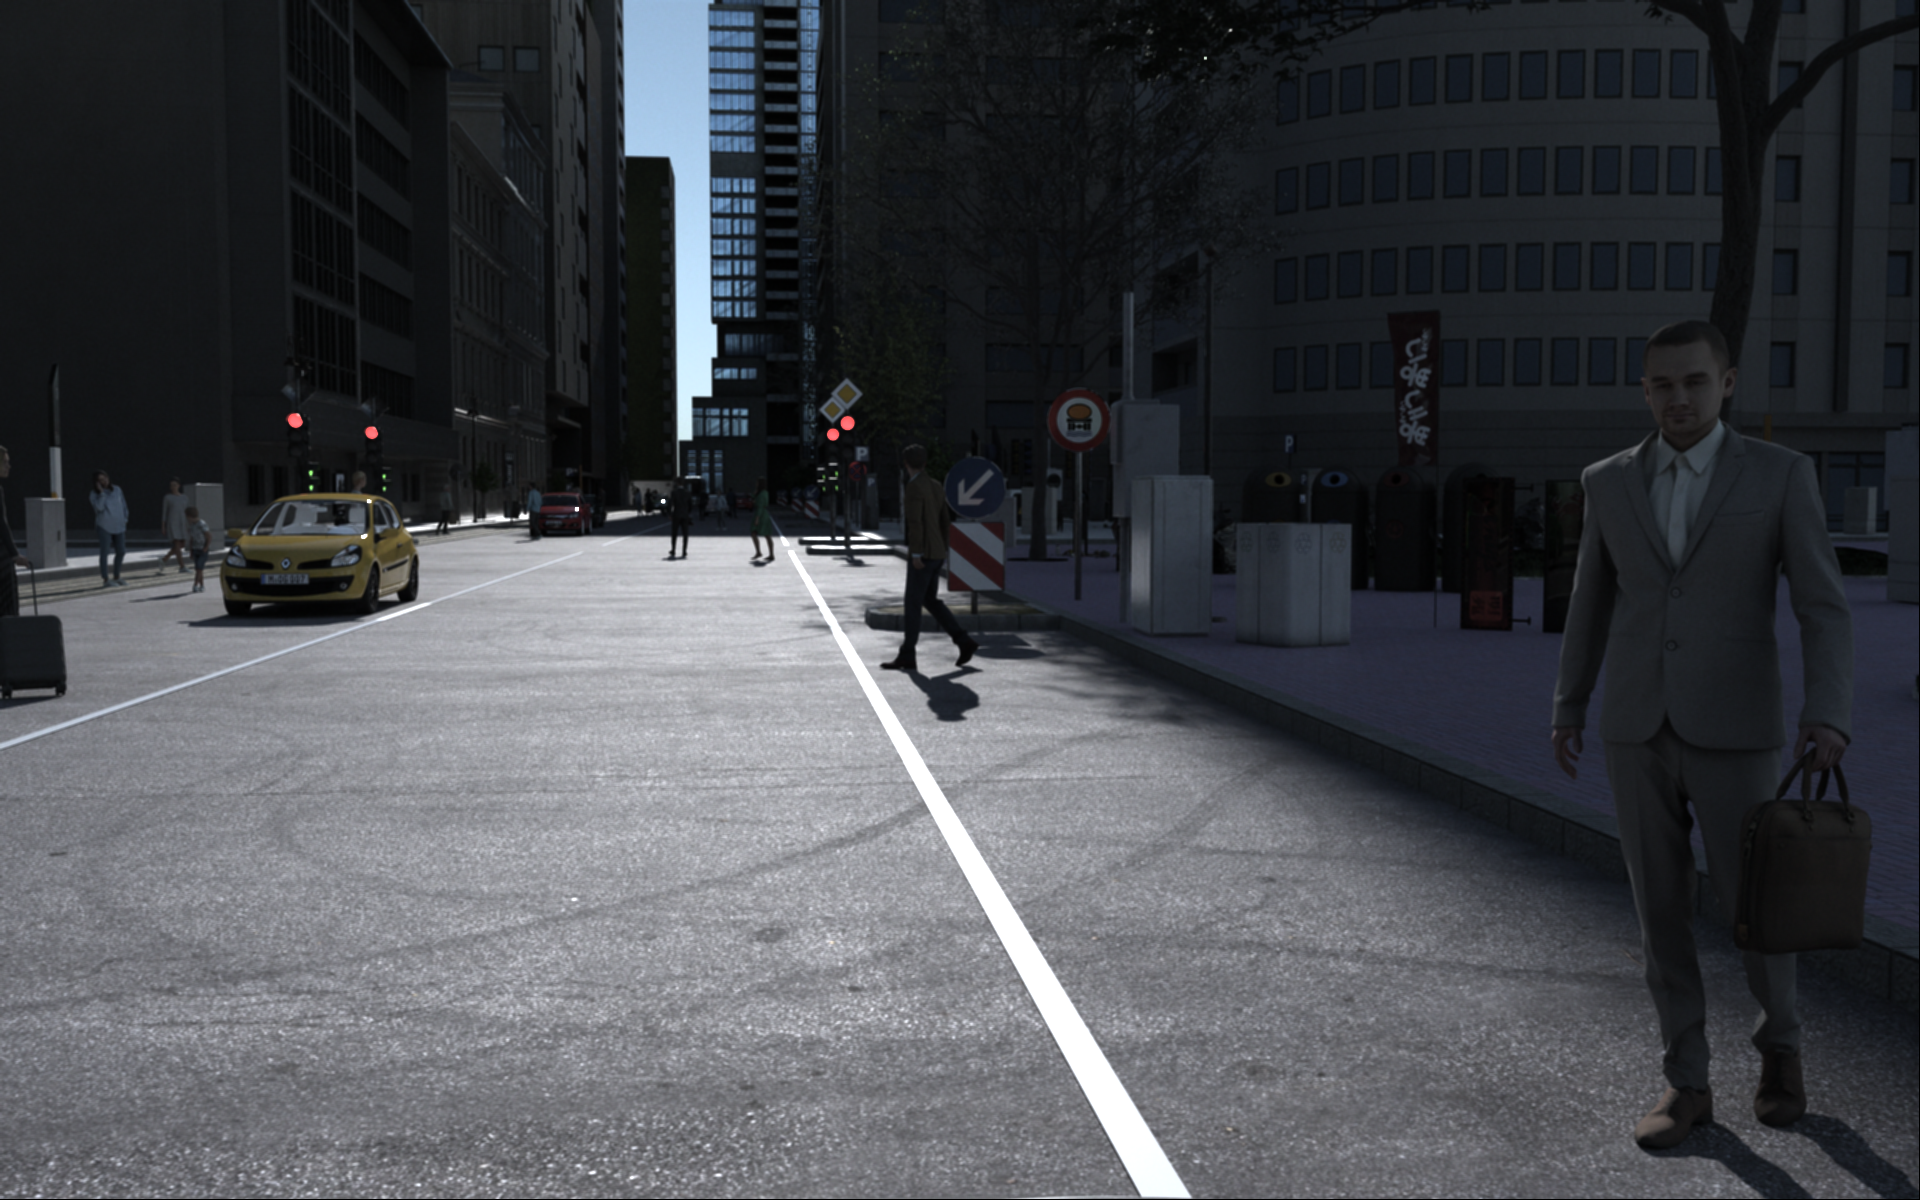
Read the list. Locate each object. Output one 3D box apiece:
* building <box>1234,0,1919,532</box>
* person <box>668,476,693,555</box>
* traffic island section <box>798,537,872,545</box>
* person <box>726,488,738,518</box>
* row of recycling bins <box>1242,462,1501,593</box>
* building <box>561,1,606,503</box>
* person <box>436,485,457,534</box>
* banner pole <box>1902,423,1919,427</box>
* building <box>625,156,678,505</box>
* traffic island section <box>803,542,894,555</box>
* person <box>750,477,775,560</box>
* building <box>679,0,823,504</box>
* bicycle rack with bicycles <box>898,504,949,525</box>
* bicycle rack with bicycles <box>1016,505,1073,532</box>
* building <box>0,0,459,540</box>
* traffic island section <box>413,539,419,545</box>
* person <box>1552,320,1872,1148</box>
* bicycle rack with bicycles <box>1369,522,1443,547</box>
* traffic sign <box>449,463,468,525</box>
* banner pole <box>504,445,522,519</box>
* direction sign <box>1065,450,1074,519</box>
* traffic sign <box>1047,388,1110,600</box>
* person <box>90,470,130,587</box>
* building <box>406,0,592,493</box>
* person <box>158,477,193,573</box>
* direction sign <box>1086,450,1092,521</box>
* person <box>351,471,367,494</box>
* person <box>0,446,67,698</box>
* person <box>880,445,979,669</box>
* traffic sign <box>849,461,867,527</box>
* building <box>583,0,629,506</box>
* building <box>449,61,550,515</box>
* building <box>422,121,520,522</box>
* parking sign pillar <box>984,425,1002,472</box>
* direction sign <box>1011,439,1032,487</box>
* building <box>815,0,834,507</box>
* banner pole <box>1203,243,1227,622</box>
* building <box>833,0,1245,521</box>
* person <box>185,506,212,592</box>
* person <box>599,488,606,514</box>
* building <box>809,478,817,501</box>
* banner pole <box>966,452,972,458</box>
[{"bbox_3d":[21.779,-31.929,64.036,28.212,58.520,21.231,0,4,-7],"label":"building"},{"bbox_3d":[-6.582,-1.973,40.536,0.659,1.850,0.755,-2,4,-25],"label":"person"},{"bbox_3d":[-3.633,-1.689,49.888,2.009,0.180,2.903,0,4,-7],"label":"traffic island section"},{"bbox_3d":[-13.620,-5.797,103.459,0.721,1.800,0.419,0,4,-3],"label":"person"},{"bbox_3d":[5.499,-0.988,23.262,3.534,1.692,1.069,2,4,25],"label":"row of recycling bins"},{"bbox_3d":[-39.647,-30.907,155.439,14.600,45.320,14.200,0,4,-7],"label":"building"},{"bbox_3d":[-18.241,-3.213,61.514,0.782,1.767,0.515,3,4,38],"label":"person"},{"bbox_3d":[29.406,-3.874,53.359,0.863,3.779,0.401,3,5,41],"label":"banner pole"},{"bbox_3d":[-41.975,-32.325,212.106,14.086,41.232,14.154,0,4,-7],"label":"building"},{"bbox_3d":[-2.704,-1.203,41.957,2.009,0.180,2.903,0,4,-7],"label":"traffic island section"},{"bbox_3d":[-4.278,-1.758,37.483,0.529,1.795,0.600,0,4,-4],"label":"person"},{"bbox_3d":[-19.575,-55.375,218.053,31.000,86.520,22.319,0,4,-7],"label":"building"},{"bbox_3d":[-1.446,-3.682,73.582,2.852,0.926,2.925,1,4,9],"label":"bicycle rack with bicycles"},{"bbox_3d":[2.744,-2.752,58.370,2.852,0.926,2.925,-1,4,-12],"label":"bicycle rack with bicycles"},{"bbox_3d":[-27.858,-14.865,62.111,14.314,24.678,30.058,0,4,-7],"label":"building"},{"bbox_3d":[-16.339,-1.598,48.409,2.009,0.180,2.903,0,4,-7],"label":"traffic island section"},{"bbox_3d":[1.640,0.293,3.836,0.709,1.813,0.853,2,4,35],"label":"person"},{"bbox_3d":[8.527,-1.119,31.675,2.925,0.926,2.852,0,4,-1],"label":"bicycle rack with bicycles"},{"bbox_3d":[-20.761,-4.380,71.722,0.768,2.556,0.104,0,4,-4],"label":"traffic sign"},{"bbox_3d":[-22.880,-6.032,88.633,0.863,3.779,0.401,-1,4,-21],"label":"banner pole"},{"bbox_3d":[5.792,-5.898,88.432,0.876,3.537,0.379,-1,4,-19],"label":"direction sign"},{"bbox_3d":[1.432,-1.273,20.921,0.768,2.556,0.104,0,4,-2],"label":"traffic sign"},{"bbox_3d":[-13.067,-1.092,26.618,0.793,1.790,0.793,0,4,-4],"label":"person"},{"bbox_3d":[-43.612,-33.306,133.799,28.713,52.752,27.495,0,4,-7],"label":"building"},{"bbox_3d":[-14.246,-1.354,31.385,0.760,1.731,0.466,1,4,11],"label":"person"},{"bbox_3d":[6.239,-5.631,84.061,0.379,3.537,0.876,1,4,21],"label":"direction sign"},{"bbox_3d":[-9.335,-1.100,26.838,0.624,1.780,0.694,-1,4,-9],"label":"person"},{"bbox_3d":[-7.037,-0.242,12.673,0.699,1.804,1.509,-2,4,-34],"label":"person"},{"bbox_3d":[-0.260,-0.361,14.307,0.836,1.842,0.656,-1,4,-8],"label":"person"},{"bbox_3d":[-4.002,-4.114,67.371,0.768,2.556,0.104,0,4,-3],"label":"traffic sign"},{"bbox_3d":[-50.076,-39.268,184.031,28.212,58.520,21.231,0,4,-7],"label":"building"},{"bbox_3d":[-33.513,-19.732,108.530,13.634,28.700,20.117,0,4,-7],"label":"building"},{"bbox_3d":[-29.703,-15.429,88.426,11.583,22.565,21.152,0,4,-7],"label":"building"},{"bbox_3d":[1.294,-4.801,66.976,1.447,3.967,1.447,-1,4,-10],"label":"parking sign pillar"},{"bbox_3d":[2.542,-4.867,71.568,0.876,3.537,0.379,1,4,18],"label":"direction sign"},{"bbox_3d":[-2.688,-33.144,165.598,21.300,48.544,21.600,0,4,-7],"label":"building"},{"bbox_3d":[2.513,-1.689,17.628,0.401,3.779,0.863,0,4,4],"label":"banner pole"},{"bbox_3d":[2.832,-34.412,104.632,21.231,58.520,28.212,0,4,-7],"label":"building"},{"bbox_3d":[-11.150,-0.745,25.368,0.352,1.250,0.332,-2,4,-27],"label":"person"},{"bbox_3d":[-23.803,-6.541,115.250,0.447,1.846,0.655,-1,4,-12],"label":"person"},{"bbox_3d":[-0.188,-30.408,189.053,32.217,40.220,23.993,0,4,-7],"label":"building"},{"bbox_3d":[0.556,-6.124,90.148,0.401,3.779,0.863,3,5,39],"label":"banner pole"}]
